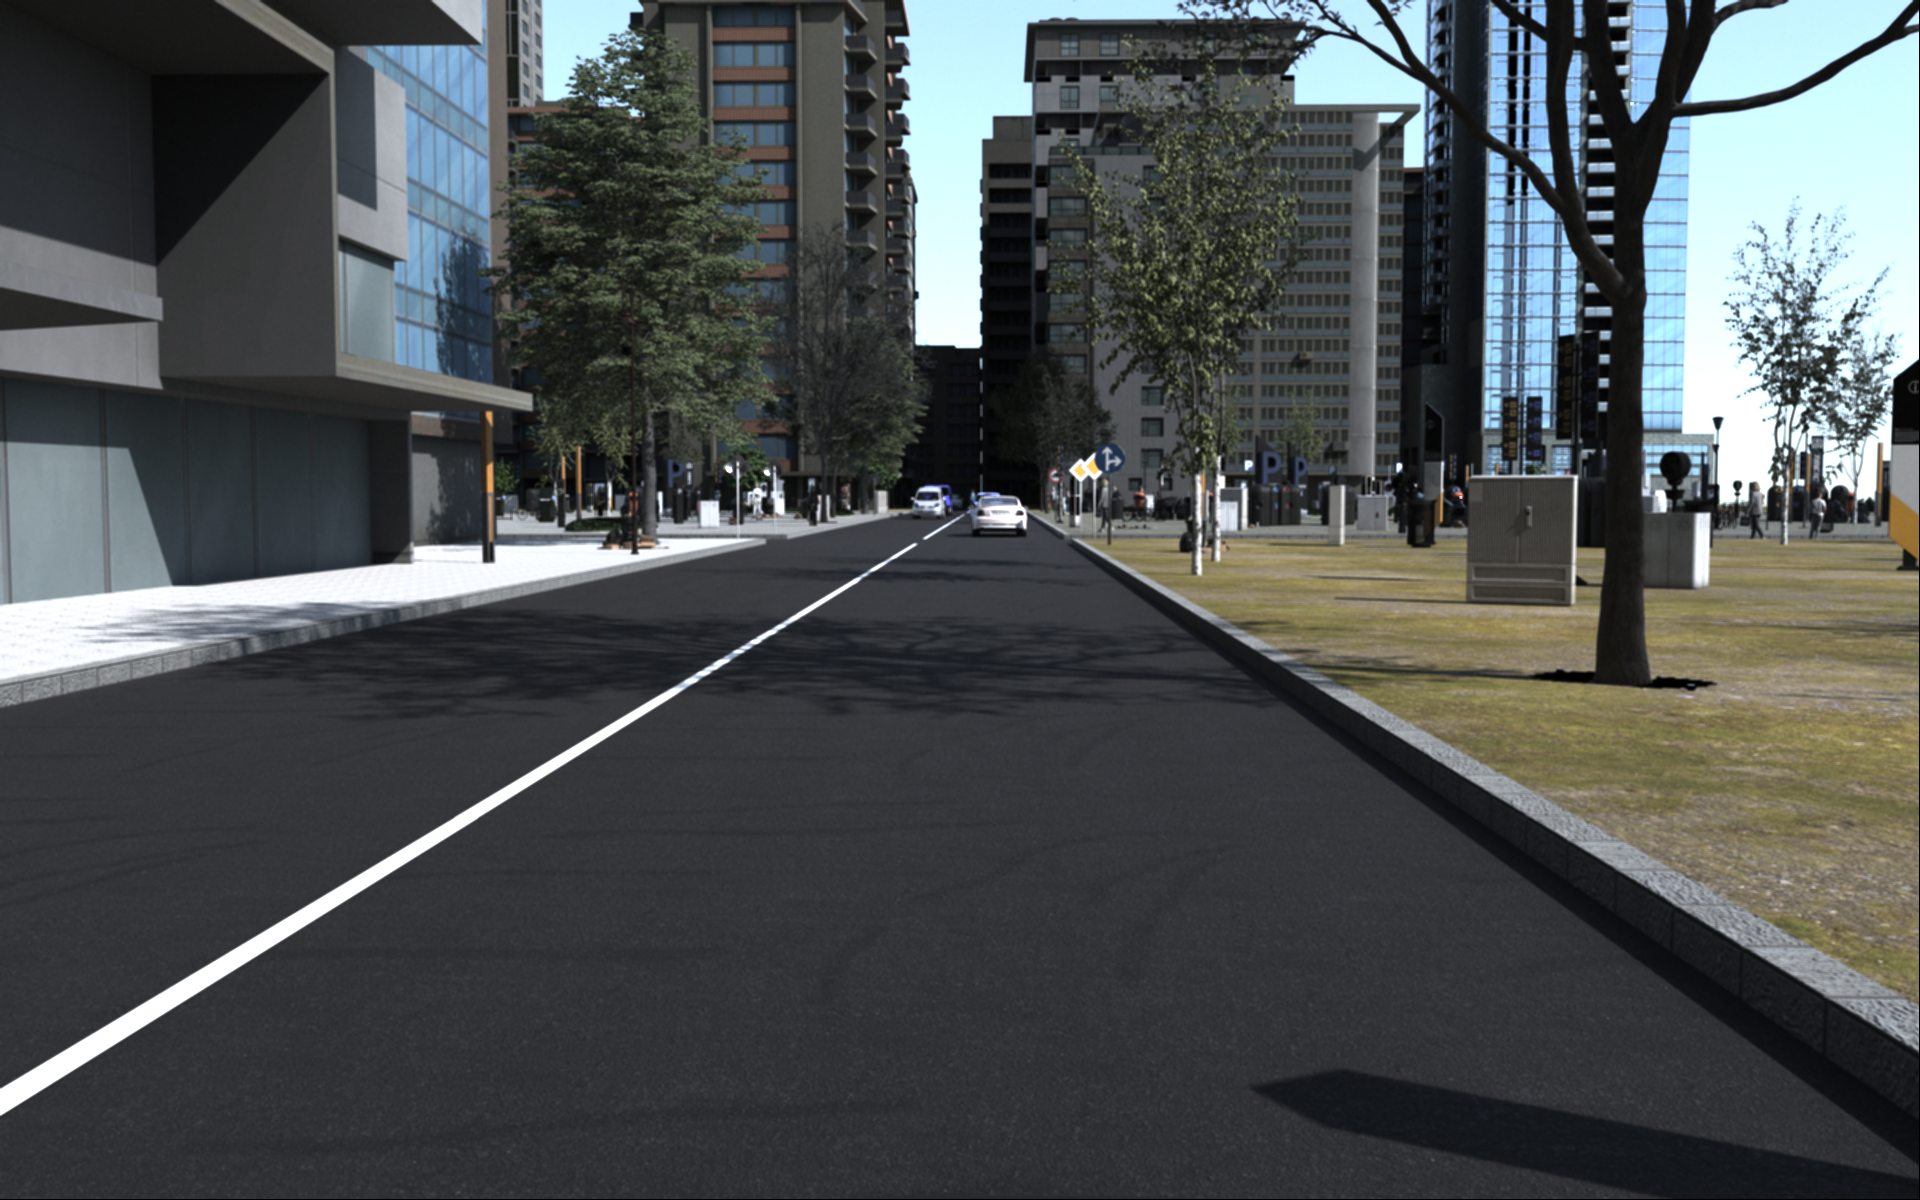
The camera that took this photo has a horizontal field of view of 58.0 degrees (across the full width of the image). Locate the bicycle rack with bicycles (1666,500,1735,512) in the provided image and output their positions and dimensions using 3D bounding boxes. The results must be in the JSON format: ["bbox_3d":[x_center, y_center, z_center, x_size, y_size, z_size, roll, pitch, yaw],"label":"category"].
[{"bbox_3d":[33.967,-4.125,80.825,2.925,0.926,2.852,-3,5,-43],"label":"bicycle rack with bicycles"}]

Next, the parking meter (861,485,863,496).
[{"bbox_3d":[-6.568,-6.847,117.664,0.255,1.863,0.399,0,4,8],"label":"parking meter"}]

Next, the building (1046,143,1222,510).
[{"bbox_3d":[14.318,-22.934,146.677,14.160,30.474,14.107,0,4,1],"label":"building"}]

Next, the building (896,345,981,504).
[{"bbox_3d":[-11.747,-23.550,230.084,28.899,21.520,27.650,0,4,1],"label":"building"}]

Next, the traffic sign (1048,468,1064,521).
[{"bbox_3d":[4.623,-5.090,83.329,0.768,2.556,0.104,0,4,8],"label":"traffic sign"}]

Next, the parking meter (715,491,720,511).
[{"bbox_3d":[-17.343,-7.068,123.980,0.372,1.533,0.369,0,3,0],"label":"parking meter"}]

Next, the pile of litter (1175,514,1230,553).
[{"bbox_3d":[5.486,-1.492,38.363,1.176,0.858,1.719,3,5,41],"label":"pile of litter"}]

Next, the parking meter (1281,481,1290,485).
[{"bbox_3d":[14.101,-4.246,75.138,0.255,1.863,0.399,-3,4,-38],"label":"parking meter"}]

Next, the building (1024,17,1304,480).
[{"bbox_3d":[21.548,-36.825,191.325,28.713,52.752,27.495,0,4,1],"label":"building"}]

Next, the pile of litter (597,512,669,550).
[{"bbox_3d":[-7.639,-1.630,40.621,1.719,0.858,1.176,-1,4,-11],"label":"pile of litter"}]

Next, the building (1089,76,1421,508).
[{"bbox_3d":[24.953,-28.961,165.389,32.217,40.220,23.993,0,4,1],"label":"building"}]

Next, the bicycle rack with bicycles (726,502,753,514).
[{"bbox_3d":[-14.319,-5.917,110.129,2.925,0.926,2.852,3,4,38],"label":"bicycle rack with bicycles"}]

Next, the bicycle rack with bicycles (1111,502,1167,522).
[{"bbox_3d":[8.464,-4.149,81.218,2.925,0.926,2.852,3,4,38],"label":"bicycle rack with bicycles"}]

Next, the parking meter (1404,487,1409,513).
[{"bbox_3d":[24.456,-5.438,94.630,0.399,1.863,0.255,-1,4,-15],"label":"parking meter"}]

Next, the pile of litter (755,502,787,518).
[{"bbox_3d":[-10.343,-4.918,94.368,1.719,0.858,1.176,1,4,16],"label":"pile of litter"}]

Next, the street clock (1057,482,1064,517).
[{"bbox_3d":[5.664,-5.715,98.011,0.358,2.002,0.471,-2,4,-30],"label":"street clock"}]

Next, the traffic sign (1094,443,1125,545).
[{"bbox_3d":[3.761,-2.656,43.534,0.768,2.556,0.104,0,4,6],"label":"traffic sign"}]

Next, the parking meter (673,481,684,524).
[{"bbox_3d":[-12.162,-4.222,74.745,0.399,1.863,0.255,-3,5,-39],"label":"parking meter"}]

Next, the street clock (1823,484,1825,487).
[{"bbox_3d":[59.466,-7.035,119.597,0.471,2.002,0.358,-1,4,-17],"label":"street clock"}]

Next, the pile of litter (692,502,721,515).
[{"bbox_3d":[-15.706,-5.599,105.511,1.719,0.858,1.176,3,5,44],"label":"pile of litter"}]

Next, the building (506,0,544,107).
[{"bbox_3d":[-67.009,-48.230,226.819,20.611,71.187,20.563,0,4,1],"label":"building"}]

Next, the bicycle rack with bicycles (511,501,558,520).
[{"bbox_3d":[-20.673,-4.416,85.577,2.852,0.926,2.925,2,4,31],"label":"bicycle rack with bicycles"}]

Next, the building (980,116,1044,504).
[{"bbox_3d":[13.417,-36.782,225.082,21.600,48.544,21.300,0,4,1],"label":"building"}]

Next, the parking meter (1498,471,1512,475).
[{"bbox_3d":[14.011,-2.367,44.411,0.399,1.863,0.255,3,4,36],"label":"parking meter"}]

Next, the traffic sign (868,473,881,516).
[{"bbox_3d":[-5.122,-6.321,103.457,0.768,2.556,0.104,0,4,5],"label":"traffic sign"}]

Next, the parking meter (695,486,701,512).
[{"bbox_3d":[-18.466,-7.113,122.002,0.399,1.863,0.255,-3,5,-43],"label":"parking meter"}]

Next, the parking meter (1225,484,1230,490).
[{"bbox_3d":[15.031,-5.613,97.475,0.255,1.863,0.399,1,4,17],"label":"parking meter"}]

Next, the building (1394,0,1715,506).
[{"bbox_3d":[66.285,-53.785,192.056,31.000,86.520,22.319,0,4,1],"label":"building"}]

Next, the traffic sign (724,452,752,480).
[{"bbox_3d":[-6.232,-2.830,48.464,0.795,2.593,0.064,0,4,1],"label":"traffic sign"}]

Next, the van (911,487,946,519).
[{"bbox_3d":[-1.797,-5.668,99.689,2.013,2.044,4.112,0,4,3],"label":"van"}]

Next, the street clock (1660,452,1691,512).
[{"bbox_3d":[12.205,-1.531,29.598,0.358,2.002,0.471,-2,4,-25],"label":"street clock"}]

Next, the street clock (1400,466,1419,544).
[{"bbox_3d":[11.526,-2.423,44.190,0.358,2.002,0.471,1,4,8],"label":"street clock"}]

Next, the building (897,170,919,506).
[{"bbox_3d":[-16.718,-30.478,190.198,23.993,40.220,32.217,0,4,1],"label":"building"}]

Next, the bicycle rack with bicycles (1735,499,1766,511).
[{"bbox_3d":[57.760,-7.020,128.160,2.852,0.926,2.925,0,4,-7],"label":"bicycle rack with bicycles"}]

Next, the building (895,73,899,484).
[{"bbox_3d":[-13.332,-31.618,167.068,14.600,45.320,14.200,0,4,1],"label":"building"}]

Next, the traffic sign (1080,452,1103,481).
[{"bbox_3d":[3.759,-2.816,48.227,0.795,2.593,0.064,0,4,1],"label":"traffic sign"}]

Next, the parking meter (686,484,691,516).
[{"bbox_3d":[-15.740,-5.770,100.056,0.399,1.863,0.255,-1,4,-23],"label":"parking meter"}]

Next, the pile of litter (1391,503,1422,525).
[{"bbox_3d":[19.016,-3.554,72.079,1.719,0.858,1.176,2,4,24],"label":"pile of litter"}]

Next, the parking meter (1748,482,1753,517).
[{"bbox_3d":[38.826,-4.835,84.756,0.255,1.863,0.399,-1,4,-17],"label":"parking meter"}]

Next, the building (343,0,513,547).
[{"bbox_3d":[-19.919,-23.915,41.127,14.200,45.320,14.600,0,4,1],"label":"building"}]

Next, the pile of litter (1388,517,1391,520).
[{"bbox_3d":[21.369,-4.291,84.127,1.176,0.858,1.719,-1,4,-15],"label":"pile of litter"}]

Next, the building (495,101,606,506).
[{"bbox_3d":[-43.028,-33.101,195.827,28.867,44.769,22.147,0,4,1],"label":"building"}]

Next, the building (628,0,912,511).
[{"bbox_3d":[-15.510,-30.031,145.634,22.147,44.769,28.867,0,4,1],"label":"building"}]

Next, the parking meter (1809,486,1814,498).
[{"bbox_3d":[47.121,-5.507,95.744,0.399,1.863,0.255,-1,4,-16],"label":"parking meter"}]

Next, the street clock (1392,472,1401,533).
[{"bbox_3d":[14.486,-3.186,56.663,0.358,2.002,0.471,-1,4,-9],"label":"street clock"}]

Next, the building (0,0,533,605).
[{"bbox_3d":[-21.466,-26.159,16.946,28.713,52.752,27.495,0,4,1],"label":"building"}]

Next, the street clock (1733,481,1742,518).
[{"bbox_3d":[41.567,-5.385,92.621,0.471,2.002,0.358,-2,4,-29],"label":"street clock"}]

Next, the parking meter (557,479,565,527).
[{"bbox_3d":[-15.342,-3.725,66.615,0.255,1.863,0.399,0,4,-8],"label":"parking meter"}]

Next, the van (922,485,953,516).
[{"bbox_3d":[-1.555,-6.890,117.040,2.240,2.365,5.245,0,4,2],"label":"van"}]

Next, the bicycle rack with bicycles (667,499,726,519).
[{"bbox_3d":[-14.371,-4.743,90.927,2.852,0.926,2.925,1,4,19],"label":"bicycle rack with bicycles"}]

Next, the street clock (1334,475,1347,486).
[{"bbox_3d":[14.475,-3.754,65.947,0.471,2.002,0.358,-2,4,-24],"label":"street clock"}]

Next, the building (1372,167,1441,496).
[{"bbox_3d":[67.513,-34.848,224.386,28.867,44.769,22.147,0,4,1],"label":"building"}]
